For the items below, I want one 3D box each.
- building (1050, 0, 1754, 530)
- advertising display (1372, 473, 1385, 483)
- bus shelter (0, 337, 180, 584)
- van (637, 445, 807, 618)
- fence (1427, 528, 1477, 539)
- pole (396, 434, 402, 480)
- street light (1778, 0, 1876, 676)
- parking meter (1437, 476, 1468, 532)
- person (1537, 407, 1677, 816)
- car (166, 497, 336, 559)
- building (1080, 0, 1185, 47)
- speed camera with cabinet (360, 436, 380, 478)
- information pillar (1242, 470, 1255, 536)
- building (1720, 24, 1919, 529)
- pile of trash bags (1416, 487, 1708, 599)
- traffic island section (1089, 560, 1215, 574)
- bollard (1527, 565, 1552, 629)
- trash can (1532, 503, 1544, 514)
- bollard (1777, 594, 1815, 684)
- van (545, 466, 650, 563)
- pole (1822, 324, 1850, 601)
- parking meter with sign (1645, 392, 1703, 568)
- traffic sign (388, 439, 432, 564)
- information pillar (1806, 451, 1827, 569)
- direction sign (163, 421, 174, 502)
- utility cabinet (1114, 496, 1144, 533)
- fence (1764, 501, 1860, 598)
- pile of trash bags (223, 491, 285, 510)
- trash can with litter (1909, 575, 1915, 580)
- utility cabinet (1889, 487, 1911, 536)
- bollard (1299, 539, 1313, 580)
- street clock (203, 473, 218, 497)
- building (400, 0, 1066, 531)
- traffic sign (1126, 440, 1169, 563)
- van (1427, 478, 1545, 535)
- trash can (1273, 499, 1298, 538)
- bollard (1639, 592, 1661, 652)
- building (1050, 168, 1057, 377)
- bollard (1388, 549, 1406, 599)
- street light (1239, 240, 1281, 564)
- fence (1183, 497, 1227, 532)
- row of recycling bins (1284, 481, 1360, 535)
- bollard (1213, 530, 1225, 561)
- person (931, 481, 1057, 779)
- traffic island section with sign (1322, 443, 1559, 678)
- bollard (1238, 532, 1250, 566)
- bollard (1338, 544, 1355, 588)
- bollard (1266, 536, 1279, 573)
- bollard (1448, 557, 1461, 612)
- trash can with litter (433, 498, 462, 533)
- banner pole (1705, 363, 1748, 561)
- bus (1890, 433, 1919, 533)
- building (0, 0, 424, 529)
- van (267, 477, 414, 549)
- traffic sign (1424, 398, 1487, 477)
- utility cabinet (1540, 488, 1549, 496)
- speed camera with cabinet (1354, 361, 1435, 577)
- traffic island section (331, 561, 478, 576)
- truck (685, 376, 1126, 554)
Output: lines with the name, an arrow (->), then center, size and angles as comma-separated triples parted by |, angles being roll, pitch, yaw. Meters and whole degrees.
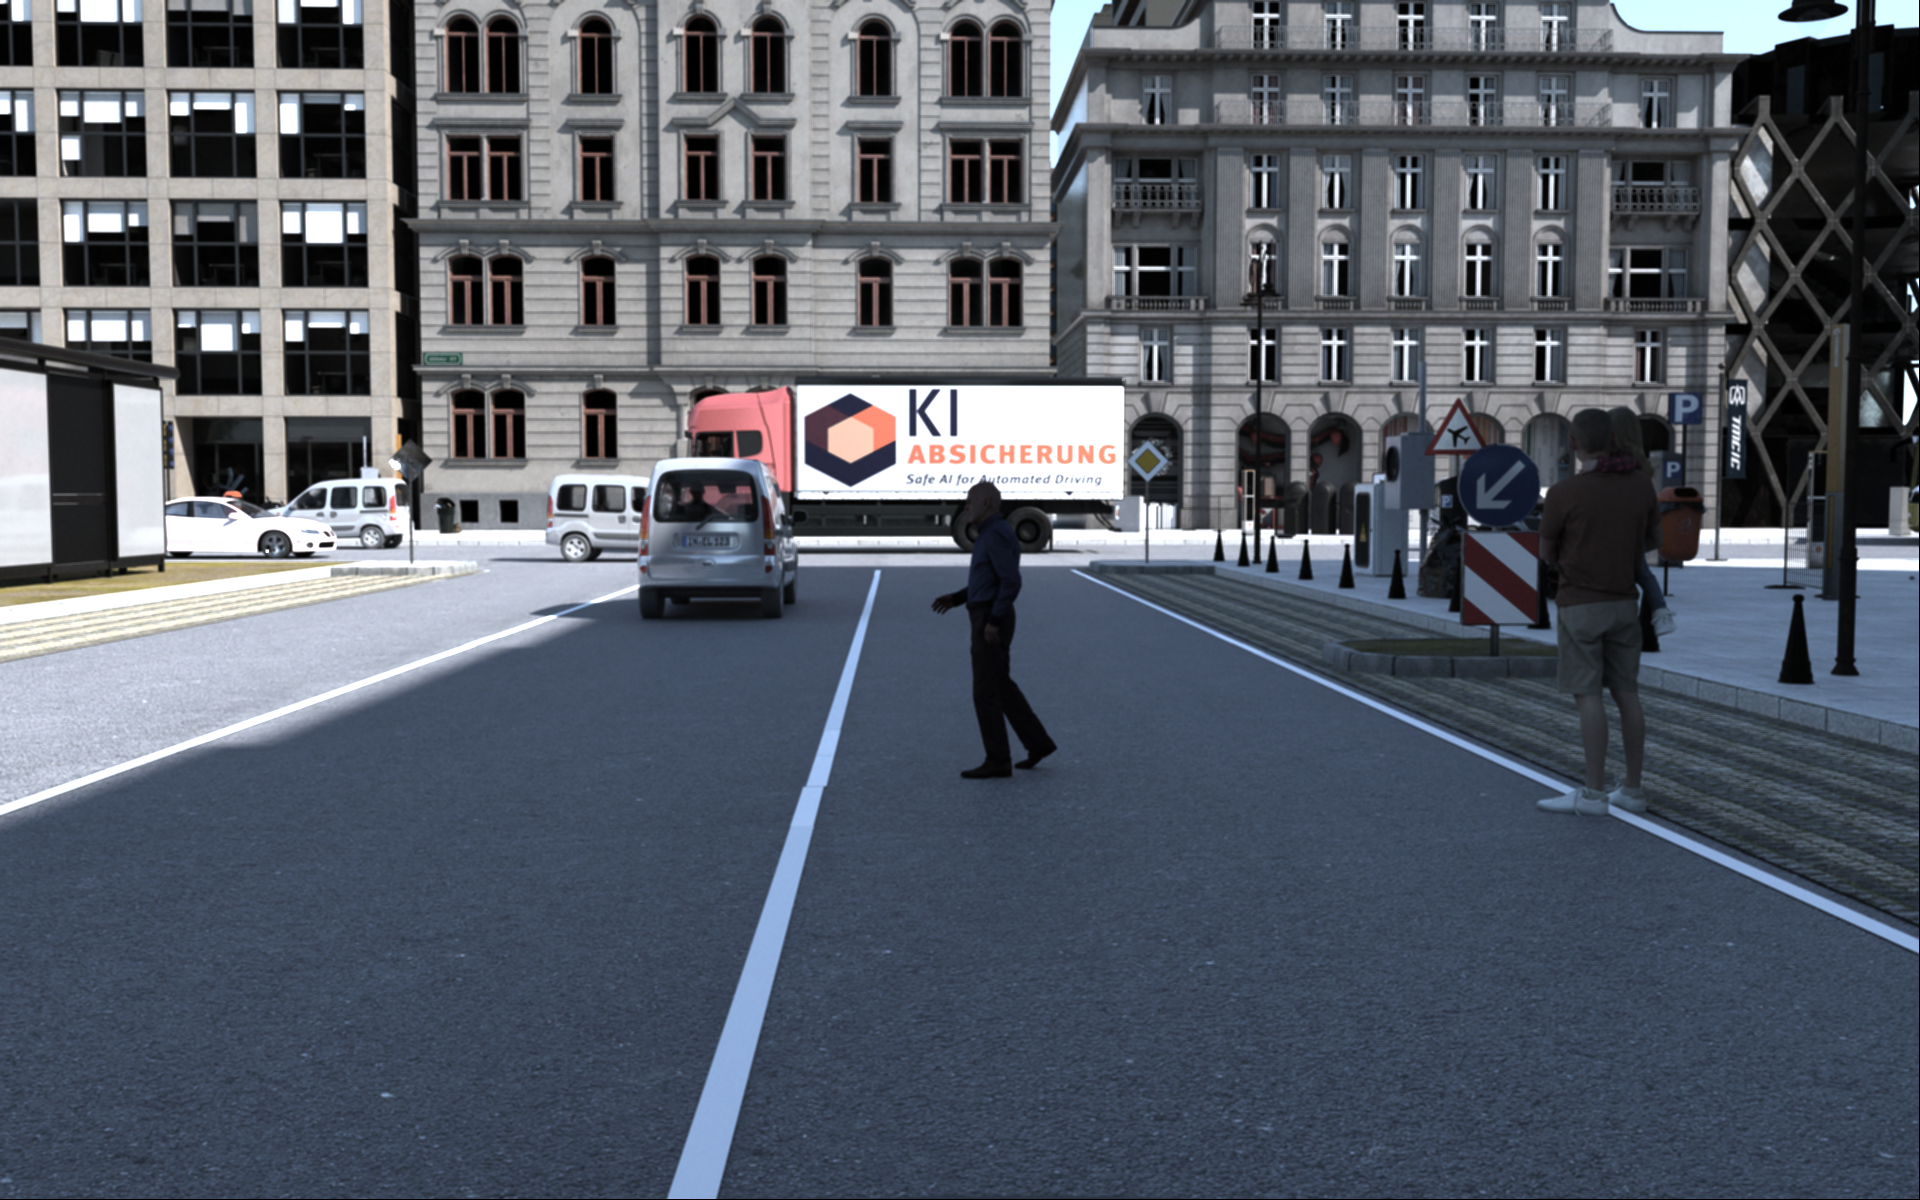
building -> 15.832, -13.812, 67.626 | 24.055, 21.916, 13.314 | 0, 4, -2
advertising display -> 12.763, -2.872, 52.164 | 0.123, 1.923, 0.974 | -2, 4, -25
bus shelter -> -13.754, -2.841, 24.083 | 2.179, 5.291, 8.768 | 0, 4, -2
van -> -2.922, -0.879, 21.384 | 2.013, 2.044, 4.112 | 0, 4, -2
fence -> 8.805, -0.877, 29.712 | 0.278, 0.683, 2.069 | -3, 4, -37
pole -> -19.094, -3.986, 59.012 | 0.158, 3.312, 0.155 | 0, 3, 0
street light -> 6.291, -2.406, 12.133 | 0.468, 5.910, 1.993 | 0, 4, -2
parking meter -> 6.445, -0.871, 22.652 | 0.372, 1.533, 0.369 | 0, 3, 0
person -> 2.934, 0.038, 7.856 | 0.573, 1.828, 0.580 | 2, 4, 30
car -> -16.547, -1.627, 38.968 | 4.827, 1.381, 2.083 | 0, 4, -1
building -> 22.482, -33.384, 169.536 | 21.300, 48.544, 21.600 | 0, 4, -2
speed camera with cabinet -> -20.030, -3.936, 58.696 | 0.660, 3.252, 2.038 | -1, 4, -13
information pillar -> 8.862, -2.984, 53.274 | 0.304, 2.012, 0.304 | -1, 4, -12
building -> 36.593, -12.421, 70.534 | 16.811, 18.784, 16.820 | 0, 4, -2
pile of trash bags -> 7.529, -0.711, 21.374 | 3.447, 1.369, 1.912 | 0, 4, -7
traffic island section -> 3.487, -0.602, 32.130 | 2.009, 0.180, 2.903 | 0, 4, -2
bollard -> 5.530, -0.029, 16.518 | 0.229, 0.601, 0.229 | 0, 3, 0
trash can -> 8.995, -0.964, 27.414 | 0.748, 1.137, 0.748 | 0, 3, 0
bollard -> 5.691, 0.261, 11.771 | 0.229, 0.601, 0.229 | 0, 3, 0
van -> -6.728, -1.836, 37.024 | 4.112, 2.044, 2.013 | 0, 4, -2
pole -> 10.557, -1.653, 20.870 | 0.158, 3.312, 0.155 | 0, 3, 0
parking meter with sign -> 12.524, -2.102, 30.635 | 0.543, 3.016, 1.738 | 0, 4, 5
traffic sign -> -10.024, -1.711, 31.613 | 0.795, 2.450, 0.064 | 0, 4, -2
information pillar -> 14.771, -1.548, 29.809 | 0.304, 2.012, 0.304 | 1, 4, 15
direction sign -> -24.550, -3.774, 53.706 | 0.379, 3.537, 0.876 | 0, 4, -3
utility cabinet -> 5.659, -2.868, 58.056 | 1.020, 1.237, 0.306 | 3, 4, 38
fence -> 11.042, -0.689, 22.470 | 0.480, 1.192, 2.264 | 1, 4, 9
pile of trash bags -> -21.619, -2.742, 54.590 | 3.447, 1.369, 1.912 | 0, 4, 7
trash can with litter -> 14.963, -0.884, 25.517 | 1.678, 1.210, 2.233 | 3, 5, 41
utility cabinet -> 28.818, -2.714, 53.052 | 0.318, 1.500, 1.173 | 1, 4, 13
bollard -> 5.199, -0.610, 26.020 | 0.229, 0.601, 0.229 | 0, 3, 0
street clock -> -25.578, -3.338, 59.151 | 0.471, 2.002, 0.358 | -1, 4, -13
building -> -8.037, -17.073, 66.539 | 23.554, 28.519, 14.401 | 0, 4, -2
traffic sign -> 3.463, -1.738, 32.052 | 0.795, 2.450, 0.064 | 0, 4, -2
van -> 14.035, -2.262, 44.003 | 4.112, 2.044, 2.013 | 0, 4, -3
trash can -> 9.439, -2.361, 50.251 | 0.748, 1.137, 0.748 | 0, 3, 0
bollard -> 5.608, 0.116, 14.147 | 0.229, 0.601, 0.229 | 0, 3, 0
building -> 7.891, -35.223, 230.518 | 28.867, 44.769, 22.147 | 0, 4, -2
bollard -> 5.370, -0.320, 21.268 | 0.229, 0.601, 0.229 | 0, 3, 0
street light -> 5.472, -3.604, 31.719 | 0.468, 5.910, 1.993 | 0, 4, -2
fence -> 8.455, -2.984, 59.999 | 0.480, 1.192, 2.264 | -1, 4, -22
row of recycling bins -> 11.992, -2.915, 54.767 | 3.534, 1.692, 1.069 | 1, 4, 23
bollard -> 4.960, -1.045, 33.130 | 0.229, 0.601, 0.229 | 0, 3, 0
person -> 0.126, 0.143, 8.857 | 0.600, 1.496, 0.574 | 2, 4, 26
traffic island section with sign -> 4.102, -0.351, 14.374 | 1.989, 1.847, 2.006 | 0, 4, -2
bollard -> 5.041, -0.900, 30.763 | 0.229, 0.601, 0.229 | 0, 3, 0
bollard -> 5.284, -0.465, 23.645 | 0.229, 0.601, 0.229 | 0, 3, 0
bollard -> 5.122, -0.755, 28.387 | 0.229, 0.601, 0.229 | 0, 3, 0
bollard -> 5.445, -0.174, 18.885 | 0.229, 0.601, 0.229 | 0, 3, 0
trash can with litter -> -16.656, -2.749, 56.331 | 0.624, 1.170, 1.055 | 0, 4, 8
banner pole -> 14.744, -2.641, 33.204 | 0.863, 3.779, 0.401 | -1, 4, -19
bus -> 32.719, -3.475, 48.369 | 12.252, 3.916, 2.896 | 0, 4, -3
building -> -36.964, -16.133, 68.294 | 34.151, 26.468, 19.350 | 0, 4, -2
van -> -16.578, -2.358, 45.571 | 4.112, 2.044, 2.013 | 0, 3, 0
traffic sign -> 6.752, -1.440, 23.552 | 0.884, 2.594, 0.081 | 0, 4, 5
utility cabinet -> 20.318, -3.154, 60.253 | 1.173, 1.500, 0.318 | -1, 4, -12
speed camera with cabinet -> 6.659, -1.974, 26.613 | 0.660, 3.252, 2.038 | 0, 4, -6
traffic island section -> -10.047, -0.574, 31.674 | 2.009, 0.180, 2.903 | 0, 4, -2
truck -> -1.707, -3.276, 42.477 | 11.283, 4.237, 2.839 | 0, 4, -3
